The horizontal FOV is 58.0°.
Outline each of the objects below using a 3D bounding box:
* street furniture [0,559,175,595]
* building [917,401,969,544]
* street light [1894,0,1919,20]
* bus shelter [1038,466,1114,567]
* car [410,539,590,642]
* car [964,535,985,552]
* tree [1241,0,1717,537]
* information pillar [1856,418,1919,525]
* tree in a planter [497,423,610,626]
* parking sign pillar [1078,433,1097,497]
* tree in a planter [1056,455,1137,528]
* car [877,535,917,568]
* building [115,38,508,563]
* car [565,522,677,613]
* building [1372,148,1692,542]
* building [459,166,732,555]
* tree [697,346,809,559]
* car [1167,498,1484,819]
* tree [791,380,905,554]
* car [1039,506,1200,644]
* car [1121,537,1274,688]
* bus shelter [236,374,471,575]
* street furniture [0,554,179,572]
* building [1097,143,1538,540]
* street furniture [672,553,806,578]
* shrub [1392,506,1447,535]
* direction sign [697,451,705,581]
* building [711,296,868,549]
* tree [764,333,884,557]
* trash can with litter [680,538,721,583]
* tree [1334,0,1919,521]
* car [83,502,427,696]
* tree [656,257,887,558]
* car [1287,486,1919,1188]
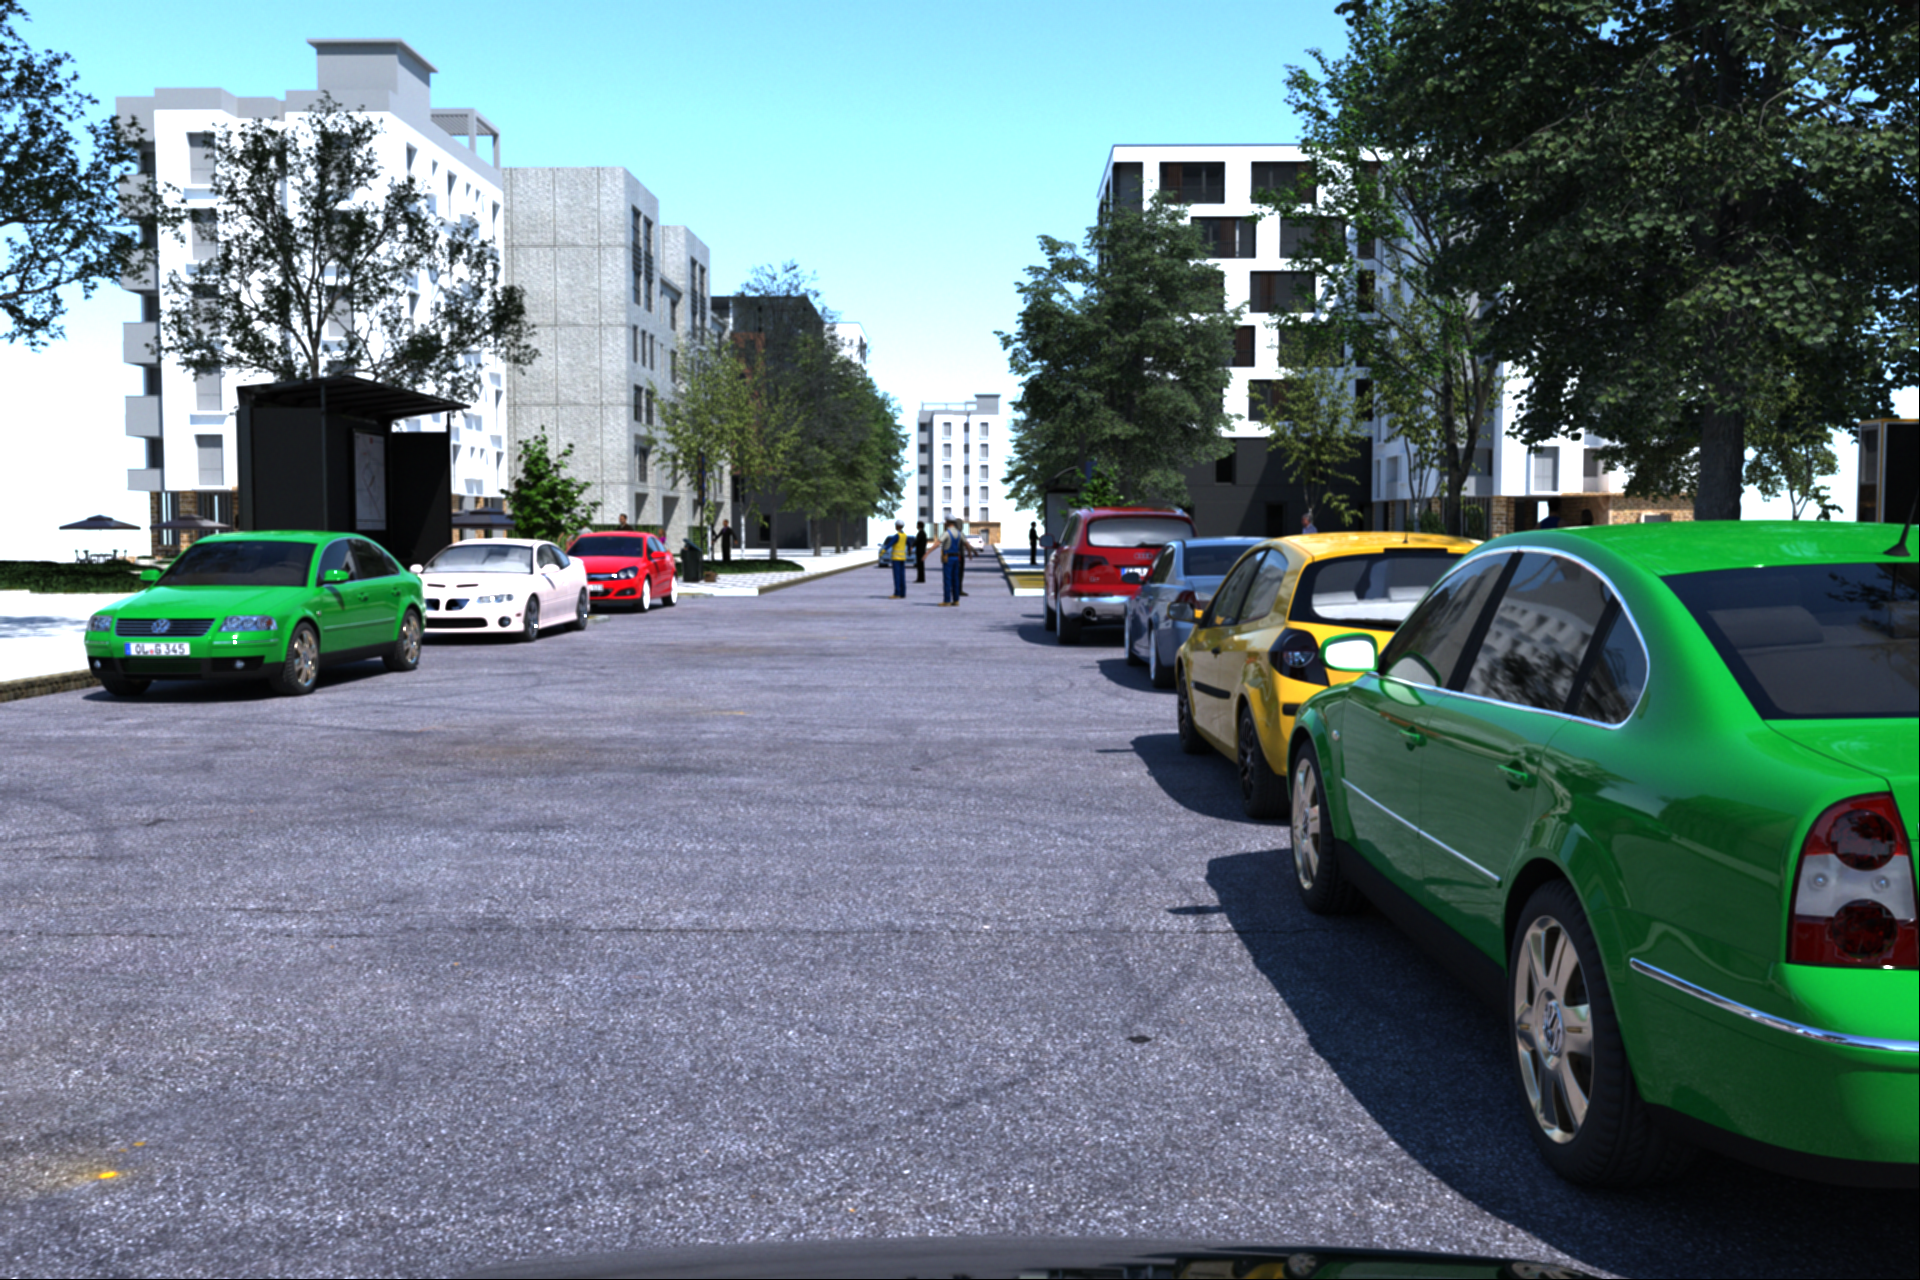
[{"bbox_3d":[-19.121,-1.588,41.591,5.734,0.657,10.072,1,4,12],"label":"street furniture"},{"bbox_3d":[-5.536,-23.175,237.781,11.380,20.090,16.016,0,4,6],"label":"building"},{"bbox_3d":[6.401,-2.325,10.797,0.468,5.910,1.993,0,4,0],"label":"street light"},{"bbox_3d":[3.586,-3.681,54.114,2.014,3.302,5.546,0,4,-1],"label":"bus shelter"},{"bbox_3d":[-6.545,-0.739,24.446,2.083,1.381,4.827,0,4,1],"label":"car"},{"bbox_3d":[0.970,-7.745,138.992,2.083,1.381,4.827,0,4,1],"label":"car"},{"bbox_3d":[9.134,-6.450,31.216,9.928,11.665,9.643,0,3,0],"label":"tree"},{"bbox_3d":[5.989,-0.409,11.172,0.304,2.012,0.304,0,4,1],"label":"information pillar"},{"bbox_3d":[-6.753,-1.877,27.913,1.991,3.239,1.994,0,4,2],"label":"tree in a planter"},{"bbox_3d":[3.408,-3.565,46.765,1.447,3.967,1.447,0,4,2],"label":"parking sign pillar"},{"bbox_3d":[3.072,-2.561,39.099,1.991,3.239,1.994,0,4,0],"label":"tree in a planter"},{"bbox_3d":[-2.544,-3.836,74.718,2.014,1.417,4.499,0,4,1],"label":"car"},{"bbox_3d":[-26.267,-12.918,67.621,16.016,20.090,11.380,0,4,1],"label":"building"},{"bbox_3d":[-6.559,-1.456,32.849,2.155,1.783,4.494,0,4,1],"label":"car"},{"bbox_3d":[26.275,-14.123,87.323,16.016,20.090,11.380,0,4,1],"label":"building"},{"bbox_3d":[-24.046,-14.256,99.546,16.747,18.905,31.486,0,4,2],"label":"building"},{"bbox_3d":[-8.300,-7.190,67.923,4.737,8.622,4.395,0,3,0],"label":"tree"},{"bbox_3d":[2.286,0.005,10.147,2.015,1.641,3.980,0,4,0],"label":"car"},{"bbox_3d":[-7.767,-11.410,112.306,9.928,11.665,9.643,0,3,0],"label":"tree"},{"bbox_3d":[2.270,-0.943,24.090,2.281,1.827,5.304,0,4,0],"label":"car"},{"bbox_3d":[2.663,-0.329,17.380,2.014,1.417,4.499,0,4,0],"label":"car"},{"bbox_3d":[-9.818,-2.283,28.618,1.731,3.624,6.357,0,4,1],"label":"bus shelter"},{"bbox_3d":[-28.389,-2.260,52.579,10.072,0.657,5.734,1,4,17],"label":"street furniture"},{"bbox_3d":[22.268,-16.105,107.292,27.936,21.610,32.646,0,4,1],"label":"building"},{"bbox_3d":[-8.700,-2.437,55.463,5.734,0.657,10.072,1,4,19],"label":"street furniture"},{"bbox_3d":[13.045,-2.733,48.718,1.661,2.075,1.752,0,3,0],"label":"shrub"},{"bbox_3d":[-7.138,-3.416,47.853,0.379,3.537,0.876,0,4,3],"label":"direction sign"},{"bbox_3d":[-23.633,-19.645,165.166,27.936,21.610,32.646,0,4,0],"label":"building"},{"bbox_3d":[-7.774,-10.966,97.418,7.486,12.596,7.792,0,3,0],"label":"tree"},{"bbox_3d":[-6.876,-2.110,45.886,1.055,1.170,0.624,0,4,3],"label":"trash can with litter"},{"bbox_3d":[8.599,-6.899,19.446,9.857,13.997,8.962,0,3,0],"label":"tree"},{"bbox_3d":[-6.639,-0.486,16.748,1.959,1.807,4.718,0,4,1],"label":"car"},{"bbox_3d":[-8.290,-10.196,77.074,12.009,13.543,11.850,0,3,0],"label":"tree"},{"bbox_3d":[2.185,0.221,5.179,1.959,1.807,4.718,0,4,0],"label":"car"}]
